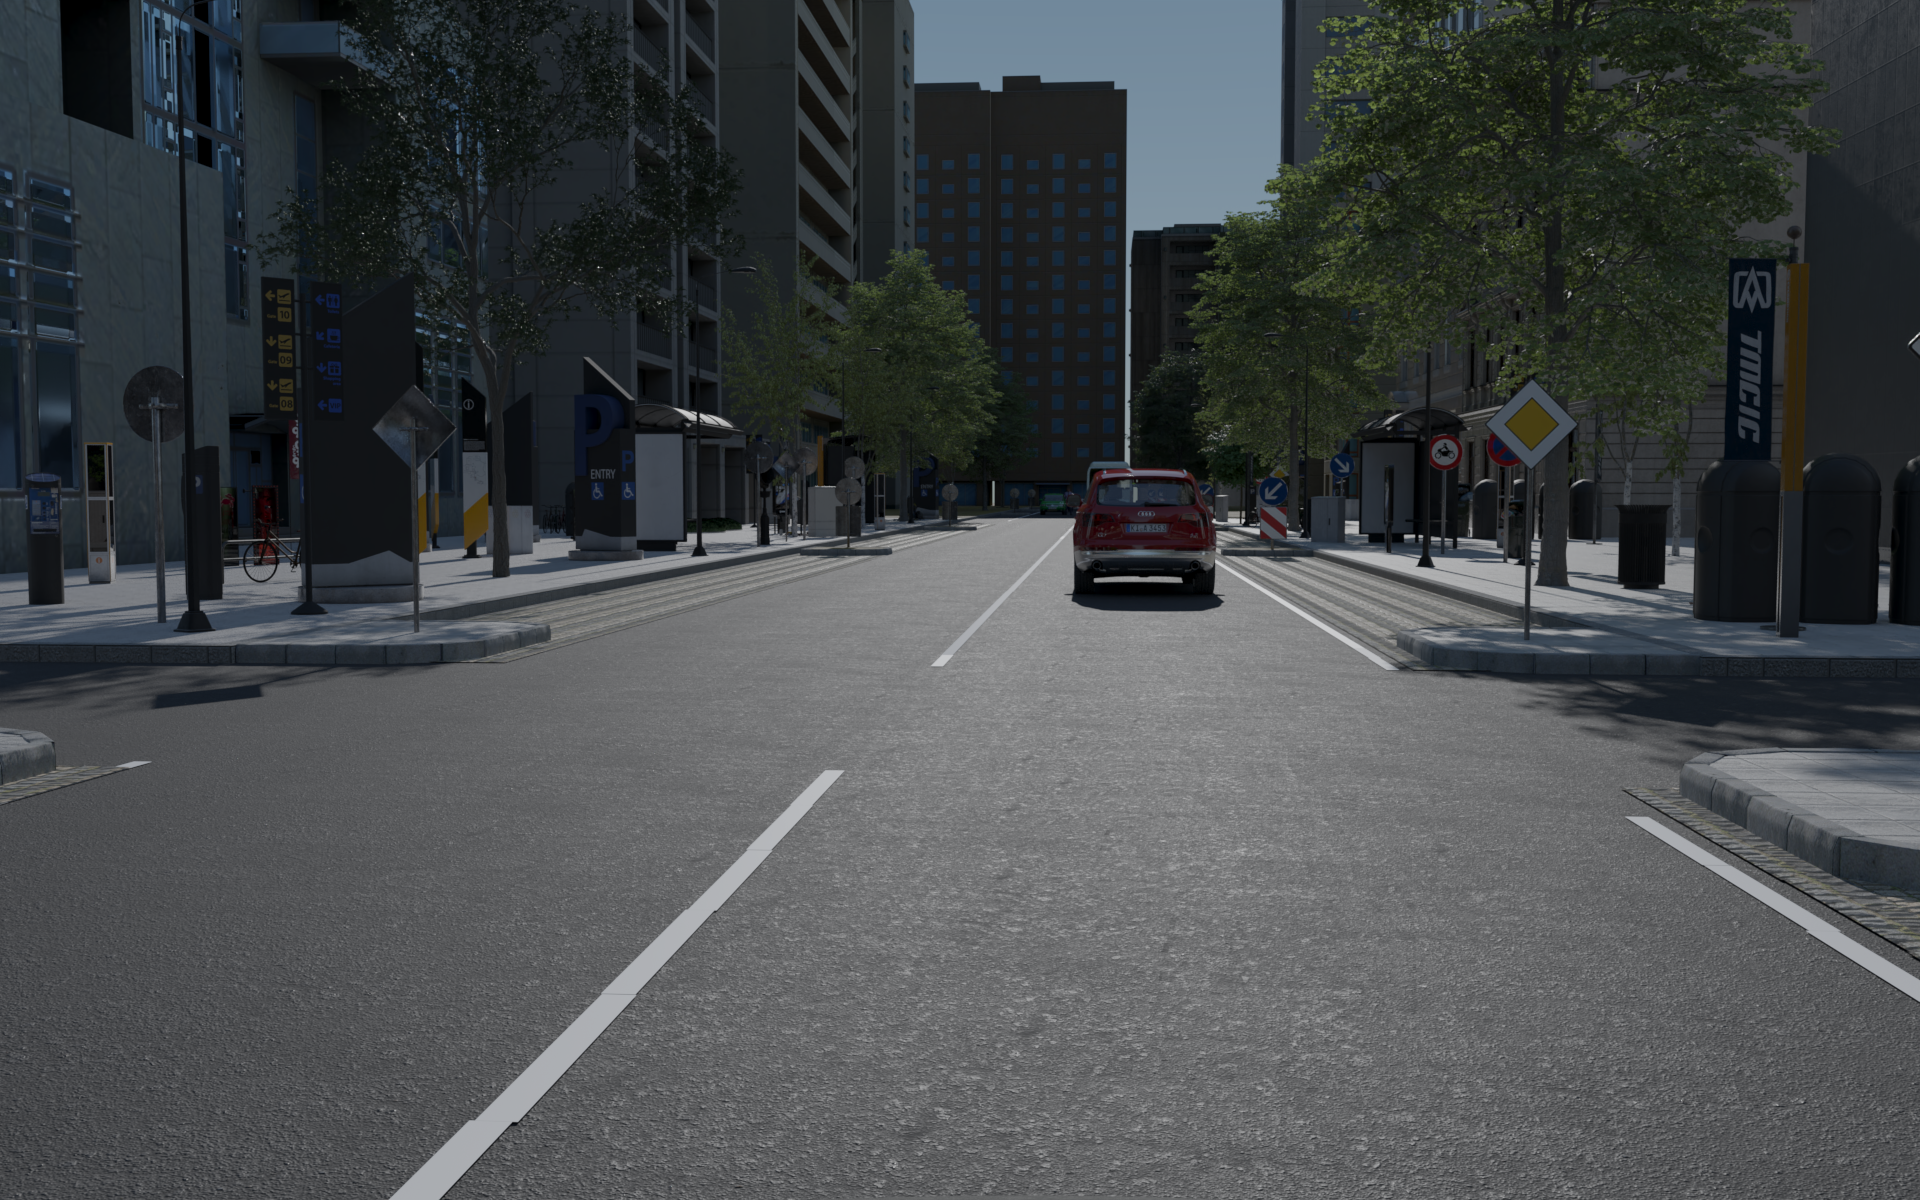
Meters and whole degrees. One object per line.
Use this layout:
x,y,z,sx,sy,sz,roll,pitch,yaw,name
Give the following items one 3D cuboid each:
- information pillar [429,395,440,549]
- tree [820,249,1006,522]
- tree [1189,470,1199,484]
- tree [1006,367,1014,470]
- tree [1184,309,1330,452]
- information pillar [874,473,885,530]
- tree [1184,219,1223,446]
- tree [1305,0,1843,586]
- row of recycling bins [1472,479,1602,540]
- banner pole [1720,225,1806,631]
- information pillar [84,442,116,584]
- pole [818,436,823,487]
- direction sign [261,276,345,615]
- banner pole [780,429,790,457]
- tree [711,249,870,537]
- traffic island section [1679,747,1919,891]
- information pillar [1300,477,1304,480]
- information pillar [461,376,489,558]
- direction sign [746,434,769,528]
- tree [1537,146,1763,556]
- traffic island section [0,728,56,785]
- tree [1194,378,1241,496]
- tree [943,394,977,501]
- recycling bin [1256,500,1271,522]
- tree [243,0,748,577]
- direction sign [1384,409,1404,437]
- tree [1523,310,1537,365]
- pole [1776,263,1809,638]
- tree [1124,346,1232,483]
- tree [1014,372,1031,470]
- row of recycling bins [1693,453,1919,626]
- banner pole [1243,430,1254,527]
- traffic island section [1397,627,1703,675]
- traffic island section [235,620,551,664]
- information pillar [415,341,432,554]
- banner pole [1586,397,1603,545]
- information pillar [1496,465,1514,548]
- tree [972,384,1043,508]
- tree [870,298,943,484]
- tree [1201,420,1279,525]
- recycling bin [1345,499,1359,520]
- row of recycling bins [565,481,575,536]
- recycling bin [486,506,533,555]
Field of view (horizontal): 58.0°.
-12.361,-3.018,40.699,0.183,3.616,0.504,-2,4,-29,information pillar
-2.628,-9.907,80.106,7.486,12.596,7.792,0,3,0,tree
17.939,-8.595,135.123,1.663,3.219,1.824,0,3,0,tree
-1.288,-10.805,94.796,7.486,12.596,7.792,0,3,0,tree
13.955,-8.971,81.094,7.601,10.594,8.767,1,4,13,tree
-2.838,-3.469,61.217,0.304,2.012,0.304,-1,4,-22,information pillar
11.392,-8.630,59.223,7.486,12.596,7.792,0,3,0,tree
8.214,-6.495,24.327,7.486,12.596,7.792,0,3,0,tree
16.356,-2.565,49.057,3.534,1.692,1.069,0,4,4,row of recycling bins
7.547,-1.604,16.237,0.863,3.779,0.401,0,4,-5,banner pole
-12.312,-1.242,24.806,0.304,2.012,0.304,-1,4,-12,information pillar
-4.894,-4.094,60.783,0.158,3.312,0.155,0,3,0,pole
-6.958,-1.616,18.419,0.379,3.537,0.876,3,5,43,direction sign
-6.744,-4.673,66.422,0.401,3.779,0.863,-3,4,-36,banner pole
-5.156,-6.174,51.314,4.737,8.622,4.395,0,3,0,tree
4.331,0.919,7.259,2.009,0.180,2.903,0,4,5,traffic island section
14.356,-4.185,72.914,0.304,2.012,0.304,0,4,0,information pillar
-9.673,-2.639,34.506,0.504,3.616,0.183,0,4,1,information pillar
-7.836,-4.526,65.999,0.876,3.537,0.379,3,5,40,direction sign
14.530,-5.207,35.499,4.737,8.622,4.395,0,3,0,tree
-5.725,0.867,8.104,2.009,0.180,2.903,0,4,5,traffic island section
15.591,-9.310,102.576,4.360,8.622,3.978,0,3,0,tree
-0.668,-9.512,105.879,4.737,8.622,4.395,0,3,0,tree
13.696,-4.053,78.814,0.722,1.027,0.722,-1,4,-19,recycling bin
-6.983,-5.649,26.779,8.767,10.594,7.601,1,4,14,tree
11.664,-3.342,46.637,0.876,3.537,0.379,-3,5,-40,direction sign
15.324,-5.475,39.872,4.737,8.622,4.395,0,3,0,tree
7.426,-1.321,15.449,0.158,3.312,0.155,0,3,0,pole
19.036,-14.892,150.146,9.857,13.997,8.962,0,3,0,tree
1.834,-13.191,133.800,7.486,12.596,7.792,0,3,0,tree
9.244,-0.620,17.253,3.534,1.692,1.069,1,4,14,row of recycling bins
11.286,-4.725,67.274,0.401,3.779,0.863,0,4,-4,banner pole
4.997,0.432,15.216,2.009,0.180,2.903,0,4,5,traffic island section
-5.058,0.380,16.061,2.009,0.180,2.903,0,4,5,traffic island section
-7.318,-1.927,22.854,0.504,3.616,0.183,-3,4,-37,information pillar
16.134,-3.289,43.798,0.401,3.779,0.863,0,4,8,banner pole
12.966,-2.243,41.167,0.304,2.012,0.304,3,4,37,information pillar
3.927,-14.485,162.579,9.928,11.665,9.643,0,3,0,tree
-3.363,-6.963,64.205,4.737,8.622,4.395,0,3,0,tree
11.812,-5.473,73.193,4.285,4.588,4.351,0,3,0,tree
19.261,-4.430,84.977,0.722,1.027,0.722,-1,4,-20,recycling bin
-10.491,-2.778,52.528,3.534,1.692,1.069,2,4,25,row of recycling bins
-9.644,-1.500,37.073,0.722,1.027,0.722,2,4,32,recycling bin
